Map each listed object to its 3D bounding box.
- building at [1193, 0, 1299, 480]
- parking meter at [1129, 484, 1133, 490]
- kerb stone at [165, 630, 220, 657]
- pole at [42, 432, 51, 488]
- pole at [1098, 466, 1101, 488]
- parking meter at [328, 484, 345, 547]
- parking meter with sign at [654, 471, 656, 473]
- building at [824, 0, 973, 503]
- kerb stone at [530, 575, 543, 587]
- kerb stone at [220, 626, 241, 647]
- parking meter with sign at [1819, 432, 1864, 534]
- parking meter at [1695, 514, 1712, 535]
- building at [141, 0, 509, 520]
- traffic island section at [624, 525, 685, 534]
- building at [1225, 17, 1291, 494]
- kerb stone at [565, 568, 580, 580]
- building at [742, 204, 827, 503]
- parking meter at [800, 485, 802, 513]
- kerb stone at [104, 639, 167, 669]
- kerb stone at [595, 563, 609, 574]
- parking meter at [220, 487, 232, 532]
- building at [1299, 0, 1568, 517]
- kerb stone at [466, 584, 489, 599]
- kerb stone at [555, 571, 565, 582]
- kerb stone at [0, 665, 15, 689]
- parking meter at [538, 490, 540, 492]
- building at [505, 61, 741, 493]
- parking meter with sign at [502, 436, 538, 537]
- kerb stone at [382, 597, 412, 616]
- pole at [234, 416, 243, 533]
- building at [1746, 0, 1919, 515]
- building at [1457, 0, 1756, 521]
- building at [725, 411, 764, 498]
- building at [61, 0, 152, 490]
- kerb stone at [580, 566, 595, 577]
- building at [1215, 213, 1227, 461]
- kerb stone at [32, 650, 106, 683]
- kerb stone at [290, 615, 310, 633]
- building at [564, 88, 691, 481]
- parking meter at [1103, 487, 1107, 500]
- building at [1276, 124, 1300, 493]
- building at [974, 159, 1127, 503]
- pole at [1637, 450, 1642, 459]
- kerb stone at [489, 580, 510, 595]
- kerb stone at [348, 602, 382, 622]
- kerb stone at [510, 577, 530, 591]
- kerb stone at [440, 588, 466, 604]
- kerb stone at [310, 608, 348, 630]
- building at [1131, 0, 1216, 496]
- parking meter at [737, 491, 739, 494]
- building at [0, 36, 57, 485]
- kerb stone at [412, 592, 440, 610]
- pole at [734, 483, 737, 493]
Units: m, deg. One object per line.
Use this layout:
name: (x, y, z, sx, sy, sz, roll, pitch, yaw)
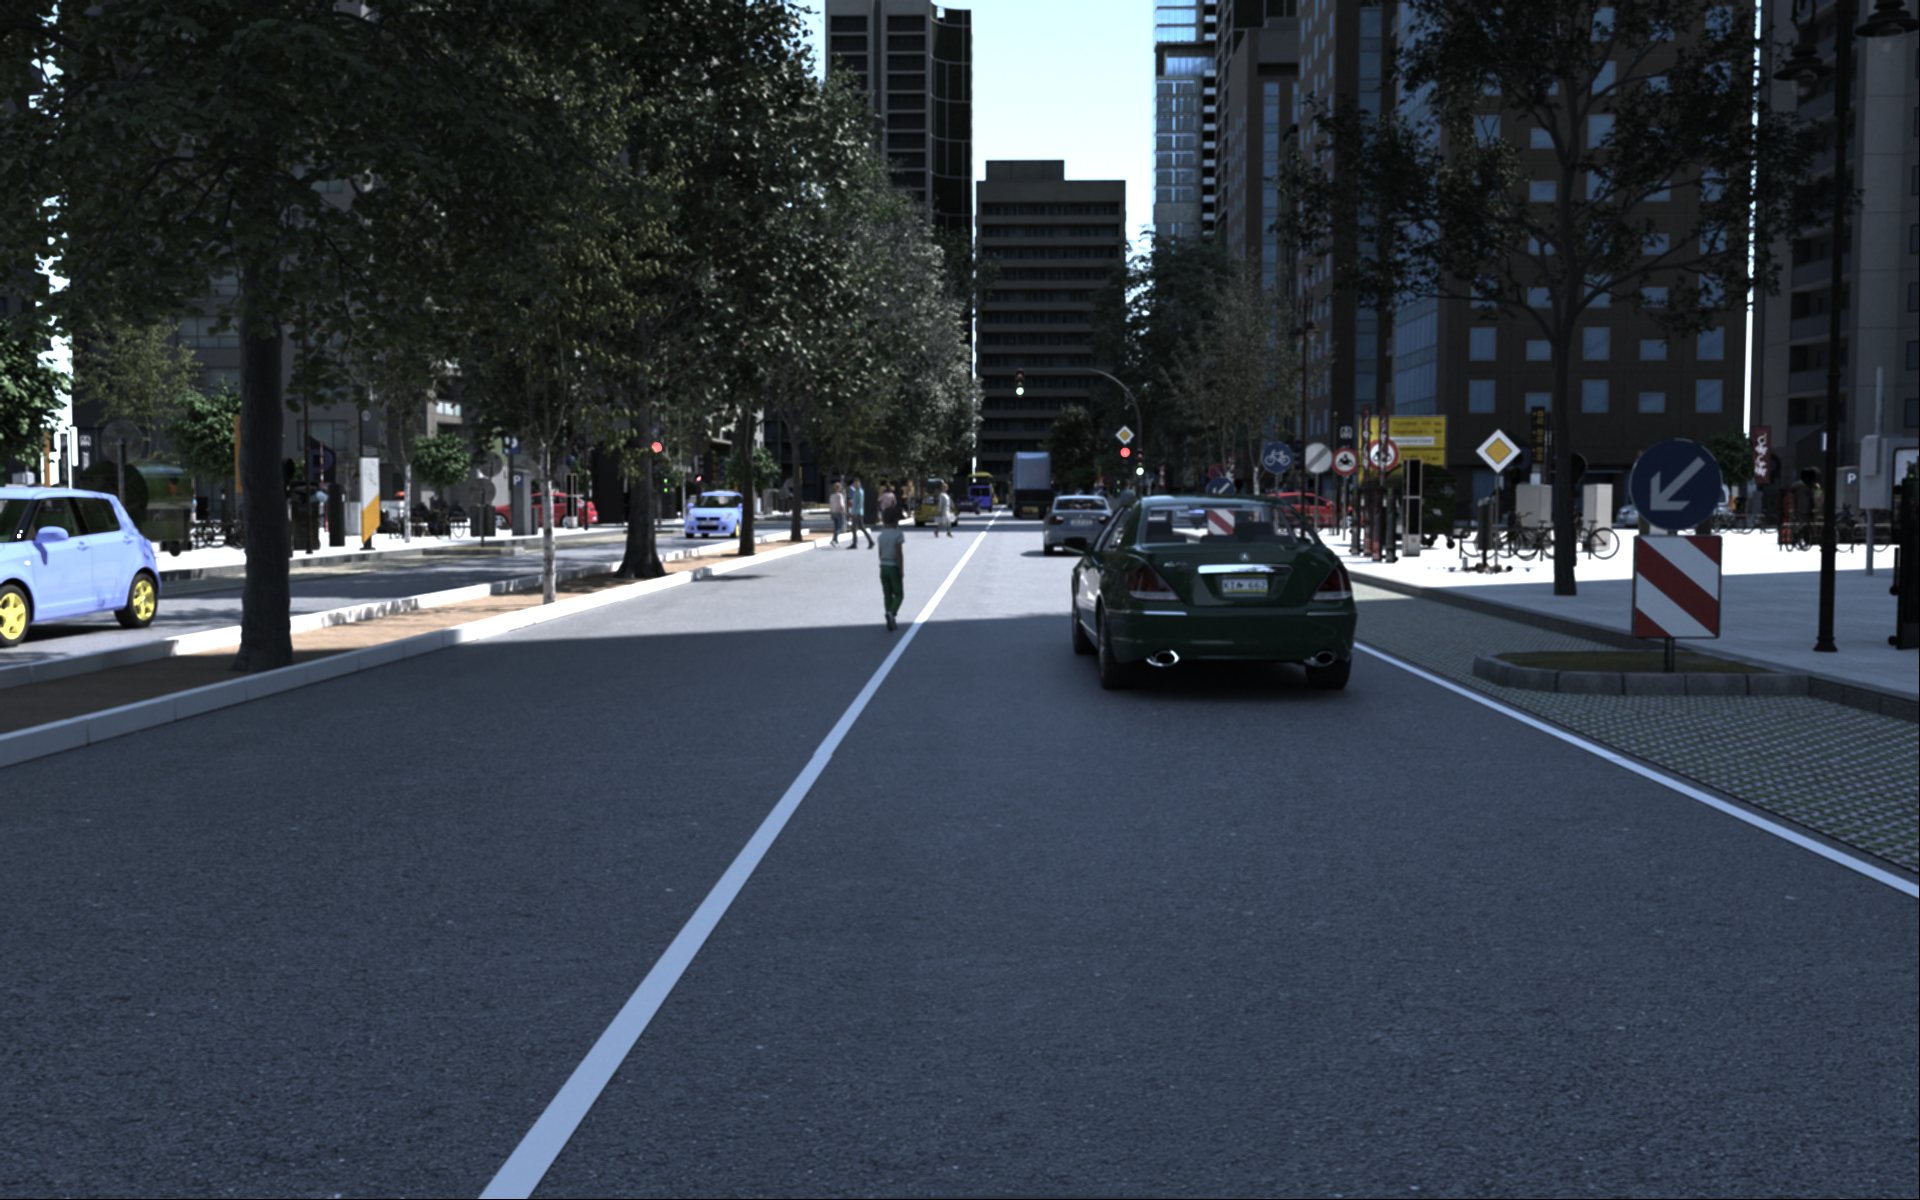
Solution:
building: (37.953, -46.313, 195.469, 20.563, 71.187, 20.611, 0, 4, 2)
parking meter: (9.813, -5.783, 100.271, 0.399, 1.863, 0.255, 3, 5, 39)
kerb stone: (-6.968, 0.405, 15.577, 0.120, 0.150, 1.000, 0, 4, 2)
pole: (-29.934, -3.851, 56.803, 0.158, 3.312, 0.155, 0, 3, 0)
pole: (10.089, -8.047, 125.405, 0.158, 3.312, 0.155, 0, 3, 0)
parking meter: (-15.186, -2.066, 42.190, 0.372, 1.533, 0.369, 0, 3, 0)
parking meter with sign: (-26.267, -9.154, 145.930, 0.543, 3.016, 1.738, 0, 4, 4)
building: (-8.513, -49.842, 253.174, 20.611, 71.187, 20.563, 0, 4, 2)
kerb stone: (-6.629, -0.284, 26.844, 0.120, 0.150, 1.000, 0, 4, 2)
kerb stone: (-6.931, 0.342, 16.599, 0.120, 0.150, 1.000, 0, 4, 2)
parking meter with sign: (24.476, -3.161, 47.948, 0.543, 3.016, 1.738, 0, 4, -3)
parking meter: (18.629, -2.139, 43.378, 0.372, 1.533, 0.369, 0, 3, 0)
building: (-33.166, -24.962, 91.718, 14.154, 41.232, 14.086, 0, 4, 2)
traffic island section: (-11.059, -2.528, 63.615, 2.009, 0.180, 2.903, 0, 4, 2)
building: (33.101, -31.460, 164.475, 14.600, 45.320, 14.200, 0, 4, 2)
kerb stone: (-6.568, -0.409, 28.890, 0.120, 0.150, 1.000, 0, 4, 2)
building: (-33.688, -36.735, 255.236, 28.867, 44.769, 22.147, 0, 4, 2)
parking meter: (-10.944, -6.832, 117.410, 0.399, 1.863, 0.255, 0, 4, 6)
kerb stone: (-6.993, 0.469, 14.556, 0.120, 0.150, 1.000, 0, 4, 2)
kerb stone: (-6.501, -0.535, 30.940, 0.120, 0.150, 1.000, 0, 4, 2)
parking meter: (-24.791, -3.063, 58.490, 0.372, 1.533, 0.369, 0, 3, 0)
building: (30.624, -28.476, 115.686, 14.600, 45.320, 14.200, 0, 4, 2)
kerb stone: (-6.711, -0.096, 23.774, 0.120, 0.150, 1.000, 0, 4, 2)
kerb stone: (-6.590, -0.347, 27.865, 0.120, 0.150, 1.000, 0, 4, 2)
kerb stone: (-7.058, 0.593, 12.499, 0.120, 0.150, 1.000, 0, 4, 2)
parking meter: (-23.568, -5.389, 96.519, 0.372, 1.533, 0.369, 0, 3, 0)
building: (-38.022, -36.193, 181.001, 28.713, 52.752, 27.495, 0, 4, 2)
parking meter with sign: (-13.406, -3.470, 52.992, 0.543, 3.016, 1.738, 0, 4, 6)
kerb stone: (-6.806, 0.092, 20.694, 0.120, 0.150, 1.000, 0, 4, 2)
pole: (-18.893, -3.152, 45.381, 0.158, 3.312, 0.155, 0, 3, 0)
building: (61.256, -33.746, 93.745, 28.212, 58.520, 21.231, 0, 4, 2)
building: (30.634, -26.833, 88.835, 14.200, 45.320, 14.600, 0, 4, 2)
building: (-30.414, -26.319, 202.018, 14.107, 30.474, 14.160, 0, 4, 2)
building: (-42.268, -32.508, 120.748, 28.713, 52.752, 27.495, 0, 4, 2)
kerb stone: (-6.531, -0.472, 29.919, 0.120, 0.150, 1.000, 0, 4, 2)
building: (33.351, -24.943, 179.516, 14.160, 30.474, 14.107, 0, 4, 2)
kerb stone: (-7.018, 0.534, 13.534, 0.120, 0.150, 1.000, 0, 4, 2)
kerb stone: (-6.905, 0.282, 17.625, 0.120, 0.150, 1.000, 0, 4, 2)
building: (-34.321, -43.918, 156.308, 20.563, 71.187, 20.611, 0, 4, 2)
parking meter: (10.276, -7.188, 123.235, 0.399, 1.863, 0.255, -2, 4, -27)
building: (32.196, -22.417, 138.214, 14.160, 30.474, 14.107, 0, 4, 2)
building: (12.980, -38.507, 253.297, 21.600, 48.544, 21.300, 0, 4, 2)
pole: (31.660, -5.318, 80.798, 0.158, 3.312, 0.155, 0, 3, 0)
kerb stone: (-6.685, -0.159, 24.801, 0.120, 0.150, 1.000, 0, 4, 2)
kerb stone: (-6.835, 0.154, 19.673, 0.120, 0.150, 1.000, 0, 4, 2)
kerb stone: (-6.654, -0.222, 25.822, 0.120, 0.150, 1.000, 0, 4, 2)
kerb stone: (-6.743, -0.034, 22.746, 0.120, 0.150, 1.000, 0, 4, 2)
kerb stone: (-6.864, 0.220, 18.646, 0.120, 0.150, 1.000, 0, 4, 2)
building: (39.688, -57.486, 252.575, 31.000, 86.520, 22.319, 0, 4, 2)
parking meter: (-17.757, -7.896, 137.515, 0.372, 1.533, 0.369, 0, 3, 0)
building: (-67.214, -33.755, 93.895, 28.212, 58.520, 21.231, 0, 4, 2)
kerb stone: (-6.779, 0.029, 21.723, 0.120, 0.150, 1.000, 0, 4, 2)
pole: (-14.936, -7.433, 115.378, 0.158, 3.312, 0.155, 0, 3, 0)
